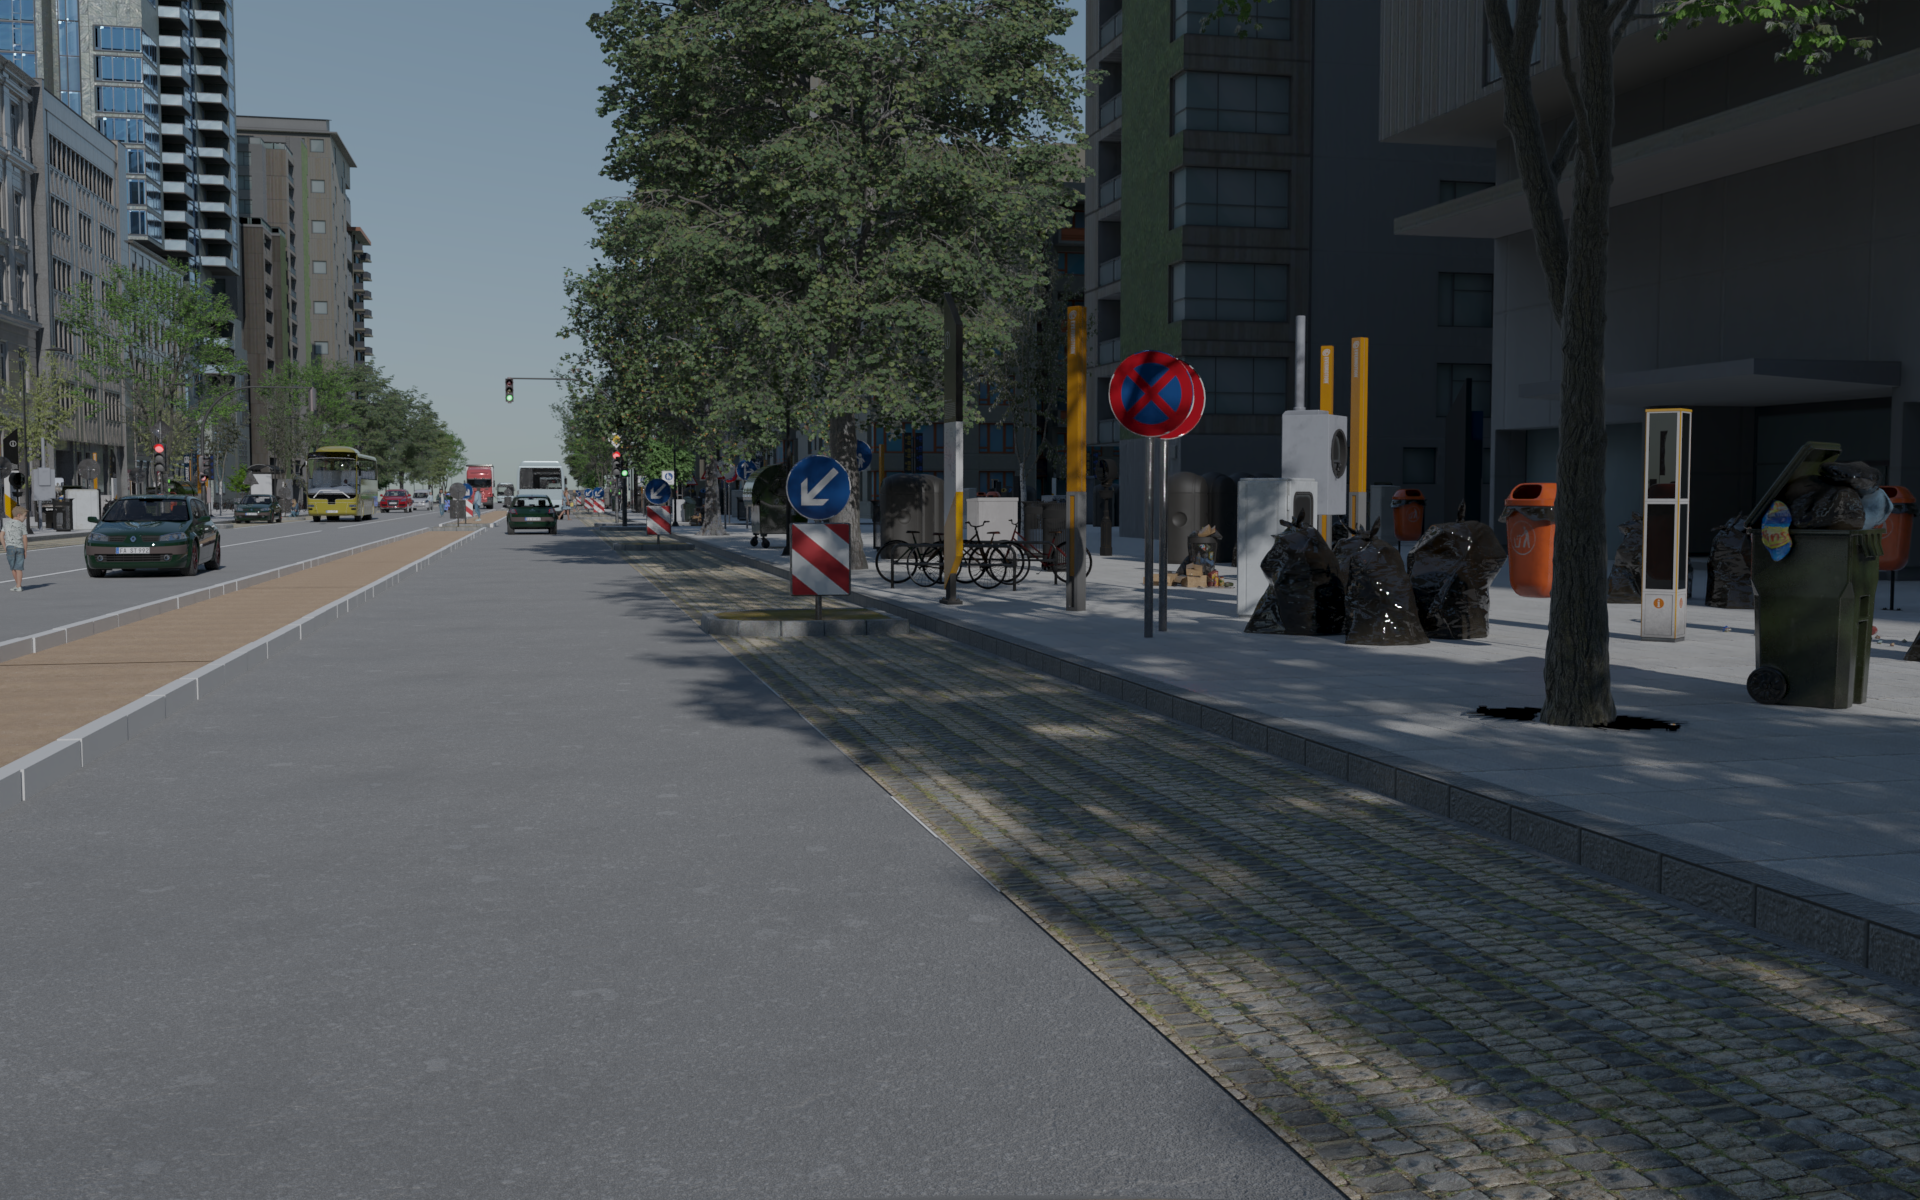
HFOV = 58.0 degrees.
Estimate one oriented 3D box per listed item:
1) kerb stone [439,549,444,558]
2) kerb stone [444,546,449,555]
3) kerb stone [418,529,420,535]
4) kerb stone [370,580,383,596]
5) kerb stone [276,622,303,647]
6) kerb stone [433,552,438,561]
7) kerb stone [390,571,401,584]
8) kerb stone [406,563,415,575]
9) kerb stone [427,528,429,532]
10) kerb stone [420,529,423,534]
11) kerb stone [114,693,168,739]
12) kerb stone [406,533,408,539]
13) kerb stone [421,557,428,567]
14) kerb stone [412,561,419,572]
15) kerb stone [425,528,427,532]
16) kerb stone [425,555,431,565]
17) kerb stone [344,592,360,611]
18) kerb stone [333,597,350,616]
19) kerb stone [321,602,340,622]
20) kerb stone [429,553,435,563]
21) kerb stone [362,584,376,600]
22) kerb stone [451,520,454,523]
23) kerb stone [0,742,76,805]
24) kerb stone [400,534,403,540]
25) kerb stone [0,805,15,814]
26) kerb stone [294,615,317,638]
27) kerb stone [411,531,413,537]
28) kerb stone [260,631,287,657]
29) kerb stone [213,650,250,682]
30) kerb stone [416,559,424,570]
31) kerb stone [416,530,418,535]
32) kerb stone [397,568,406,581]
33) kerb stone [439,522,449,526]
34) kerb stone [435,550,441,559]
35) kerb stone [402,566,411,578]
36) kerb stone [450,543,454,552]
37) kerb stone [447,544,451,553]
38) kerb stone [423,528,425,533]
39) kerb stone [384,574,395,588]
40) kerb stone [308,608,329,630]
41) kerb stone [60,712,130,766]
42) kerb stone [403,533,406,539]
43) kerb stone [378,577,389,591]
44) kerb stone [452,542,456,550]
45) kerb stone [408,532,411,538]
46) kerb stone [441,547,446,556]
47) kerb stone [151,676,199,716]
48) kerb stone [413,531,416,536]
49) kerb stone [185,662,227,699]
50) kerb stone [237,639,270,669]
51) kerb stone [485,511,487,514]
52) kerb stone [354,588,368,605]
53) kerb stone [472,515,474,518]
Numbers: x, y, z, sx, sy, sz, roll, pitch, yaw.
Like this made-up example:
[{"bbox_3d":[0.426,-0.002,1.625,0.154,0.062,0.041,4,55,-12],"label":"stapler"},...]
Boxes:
[{"bbox_3d":[-11.623,-0.996,38.477,0.120,0.150,1.000,-1,4,-13],"label":"kerb stone"},{"bbox_3d":[-12.095,-1.112,40.481,0.120,0.150,1.000,-1,4,-13],"label":"kerb stone"},{"bbox_3d":[-18.854,-2.306,59.911,0.120,0.150,1.000,-1,4,-13],"label":"kerb stone"},{"bbox_3d":[-8.315,-0.142,24.512,0.120,0.150,1.000,-1,4,-13],"label":"kerb stone"},{"bbox_3d":[-6.437,0.351,16.540,0.120,0.150,1.000,-1,4,-13],"label":"kerb stone"},{"bbox_3d":[-11.151,-0.874,36.487,0.120,0.150,1.000,-1,4,-13],"label":"kerb stone"},{"bbox_3d":[-9.025,-0.324,27.497,0.120,0.150,1.000,-1,4,-13],"label":"kerb stone"},{"bbox_3d":[-9.739,-0.508,30.493,0.120,0.150,1.000,-1,4,-13],"label":"kerb stone"},{"bbox_3d":[-19.800,-2.546,63.900,0.120,0.150,1.000,-1,4,-13],"label":"kerb stone"},{"bbox_3d":[-19.089,-2.368,60.906,0.120,0.150,1.000,-1,4,-13],"label":"kerb stone"},{"bbox_3d":[-5.019,0.716,10.558,0.120,0.150,1.000,-1,4,-13],"label":"kerb stone"},{"bbox_3d":[-17.669,-1.998,54.904,0.120,0.150,1.000,-1,4,-13],"label":"kerb stone"},{"bbox_3d":[-10.444,-0.691,33.493,0.120,0.150,1.000,-1,4,-13],"label":"kerb stone"},{"bbox_3d":[-9.981,-0.567,31.488,0.120,0.150,1.000,-1,4,-13],"label":"kerb stone"},{"bbox_3d":[-19.556,-2.490,62.907,0.120,0.150,1.000,-1,4,-13],"label":"kerb stone"},{"bbox_3d":[-10.679,-0.746,34.489,0.120,0.150,1.000,-1,4,-13],"label":"kerb stone"},{"bbox_3d":[-7.611,0.041,21.523,0.120,0.150,1.000,-1,4,-13],"label":"kerb stone"},{"bbox_3d":[-7.382,0.102,20.527,0.120,0.150,1.000,-1,4,-13],"label":"kerb stone"},{"bbox_3d":[-7.148,0.163,19.531,0.120,0.150,1.000,-1,4,-13],"label":"kerb stone"},{"bbox_3d":[-10.914,-0.809,35.493,0.120,0.150,1.000,-1,4,-13],"label":"kerb stone"},{"bbox_3d":[-8.082,-0.081,23.514,0.120,0.150,1.000,-1,4,-13],"label":"kerb stone"},{"bbox_3d":[-23.696,-3.556,80.388,0.120,0.150,1.000,-1,4,-13],"label":"kerb stone"},{"bbox_3d":[-4.547,0.838,8.569,0.120,0.150,1.000,-1,4,-13],"label":"kerb stone"},{"bbox_3d":[-17.193,-1.873,52.914,0.120,0.150,1.000,-1,4,-13],"label":"kerb stone"},{"bbox_3d":[-4.316,0.895,7.566,0.120,0.150,1.000,-1,4,-13],"label":"kerb stone"},{"bbox_3d":[-6.666,0.287,17.537,0.120,0.150,1.000,-1,4,-13],"label":"kerb stone"},{"bbox_3d":[-18.144,-2.118,56.907,0.120,0.150,1.000,-1,4,-13],"label":"kerb stone"},{"bbox_3d":[-6.199,0.412,15.546,0.120,0.150,1.000,-1,4,-13],"label":"kerb stone"},{"bbox_3d":[-5.724,0.529,13.545,0.120,0.150,1.000,-1,4,-13],"label":"kerb stone"},{"bbox_3d":[-10.211,-0.630,32.496,0.120,0.150,1.000,-1,4,-13],"label":"kerb stone"},{"bbox_3d":[-18.618,-2.245,58.904,0.120,0.150,1.000,-1,4,-13],"label":"kerb stone"},{"bbox_3d":[-9.262,-0.386,28.501,0.120,0.150,1.000,-1,4,-13],"label":"kerb stone"},{"bbox_3d":[-22.759,-3.315,76.402,0.120,0.150,1.000,-1,4,-13],"label":"kerb stone"},{"bbox_3d":[-11.387,-0.935,37.483,0.120,0.150,1.000,-1,4,-13],"label":"kerb stone"},{"bbox_3d":[-9.499,-0.443,29.496,0.120,0.150,1.000,-1,4,-13],"label":"kerb stone"},{"bbox_3d":[-12.573,-1.240,42.470,0.120,0.150,1.000,-1,4,-13],"label":"kerb stone"},{"bbox_3d":[-12.334,-1.179,41.476,0.120,0.150,1.000,-1,4,-13],"label":"kerb stone"},{"bbox_3d":[-19.325,-2.426,61.901,0.120,0.150,1.000,-1,4,-13],"label":"kerb stone"},{"bbox_3d":[-8.791,-0.263,26.502,0.120,0.150,1.000,-1,4,-13],"label":"kerb stone"},{"bbox_3d":[-6.908,0.224,18.537,0.120,0.150,1.000,-1,4,-13],"label":"kerb stone"},{"bbox_3d":[-4.781,0.773,9.564,0.120,0.150,1.000,-1,4,-13],"label":"kerb stone"},{"bbox_3d":[-17.439,-1.939,53.906,0.120,0.150,1.000,-1,4,-13],"label":"kerb stone"},{"bbox_3d":[-8.555,-0.200,25.507,0.120,0.150,1.000,-1,4,-13],"label":"kerb stone"},{"bbox_3d":[-12.803,-1.301,43.467,0.120,0.150,1.000,-1,4,-13],"label":"kerb stone"},{"bbox_3d":[-17.909,-2.056,55.903,0.120,0.150,1.000,-1,4,-13],"label":"kerb stone"},{"bbox_3d":[-11.858,-1.053,39.481,0.120,0.150,1.000,-1,4,-13],"label":"kerb stone"},{"bbox_3d":[-5.257,0.653,11.555,0.120,0.150,1.000,-1,4,-13],"label":"kerb stone"},{"bbox_3d":[-18.382,-2.184,57.901,0.120,0.150,1.000,-1,4,-13],"label":"kerb stone"},{"bbox_3d":[-5.487,0.590,12.551,0.120,0.150,1.000,-1,4,-13],"label":"kerb stone"},{"bbox_3d":[-5.962,0.468,14.539,0.120,0.150,1.000,-1,4,-13],"label":"kerb stone"},{"bbox_3d":[-33.381,-6.061,121.306,0.120,0.150,1.000,-1,4,-13],"label":"kerb stone"},{"bbox_3d":[-7.847,-0.020,22.517,0.120,0.150,1.000,-1,4,-13],"label":"kerb stone"},{"bbox_3d":[-28.652,-4.835,101.335,0.120,0.150,1.000,-1,4,-13],"label":"kerb stone"}]
